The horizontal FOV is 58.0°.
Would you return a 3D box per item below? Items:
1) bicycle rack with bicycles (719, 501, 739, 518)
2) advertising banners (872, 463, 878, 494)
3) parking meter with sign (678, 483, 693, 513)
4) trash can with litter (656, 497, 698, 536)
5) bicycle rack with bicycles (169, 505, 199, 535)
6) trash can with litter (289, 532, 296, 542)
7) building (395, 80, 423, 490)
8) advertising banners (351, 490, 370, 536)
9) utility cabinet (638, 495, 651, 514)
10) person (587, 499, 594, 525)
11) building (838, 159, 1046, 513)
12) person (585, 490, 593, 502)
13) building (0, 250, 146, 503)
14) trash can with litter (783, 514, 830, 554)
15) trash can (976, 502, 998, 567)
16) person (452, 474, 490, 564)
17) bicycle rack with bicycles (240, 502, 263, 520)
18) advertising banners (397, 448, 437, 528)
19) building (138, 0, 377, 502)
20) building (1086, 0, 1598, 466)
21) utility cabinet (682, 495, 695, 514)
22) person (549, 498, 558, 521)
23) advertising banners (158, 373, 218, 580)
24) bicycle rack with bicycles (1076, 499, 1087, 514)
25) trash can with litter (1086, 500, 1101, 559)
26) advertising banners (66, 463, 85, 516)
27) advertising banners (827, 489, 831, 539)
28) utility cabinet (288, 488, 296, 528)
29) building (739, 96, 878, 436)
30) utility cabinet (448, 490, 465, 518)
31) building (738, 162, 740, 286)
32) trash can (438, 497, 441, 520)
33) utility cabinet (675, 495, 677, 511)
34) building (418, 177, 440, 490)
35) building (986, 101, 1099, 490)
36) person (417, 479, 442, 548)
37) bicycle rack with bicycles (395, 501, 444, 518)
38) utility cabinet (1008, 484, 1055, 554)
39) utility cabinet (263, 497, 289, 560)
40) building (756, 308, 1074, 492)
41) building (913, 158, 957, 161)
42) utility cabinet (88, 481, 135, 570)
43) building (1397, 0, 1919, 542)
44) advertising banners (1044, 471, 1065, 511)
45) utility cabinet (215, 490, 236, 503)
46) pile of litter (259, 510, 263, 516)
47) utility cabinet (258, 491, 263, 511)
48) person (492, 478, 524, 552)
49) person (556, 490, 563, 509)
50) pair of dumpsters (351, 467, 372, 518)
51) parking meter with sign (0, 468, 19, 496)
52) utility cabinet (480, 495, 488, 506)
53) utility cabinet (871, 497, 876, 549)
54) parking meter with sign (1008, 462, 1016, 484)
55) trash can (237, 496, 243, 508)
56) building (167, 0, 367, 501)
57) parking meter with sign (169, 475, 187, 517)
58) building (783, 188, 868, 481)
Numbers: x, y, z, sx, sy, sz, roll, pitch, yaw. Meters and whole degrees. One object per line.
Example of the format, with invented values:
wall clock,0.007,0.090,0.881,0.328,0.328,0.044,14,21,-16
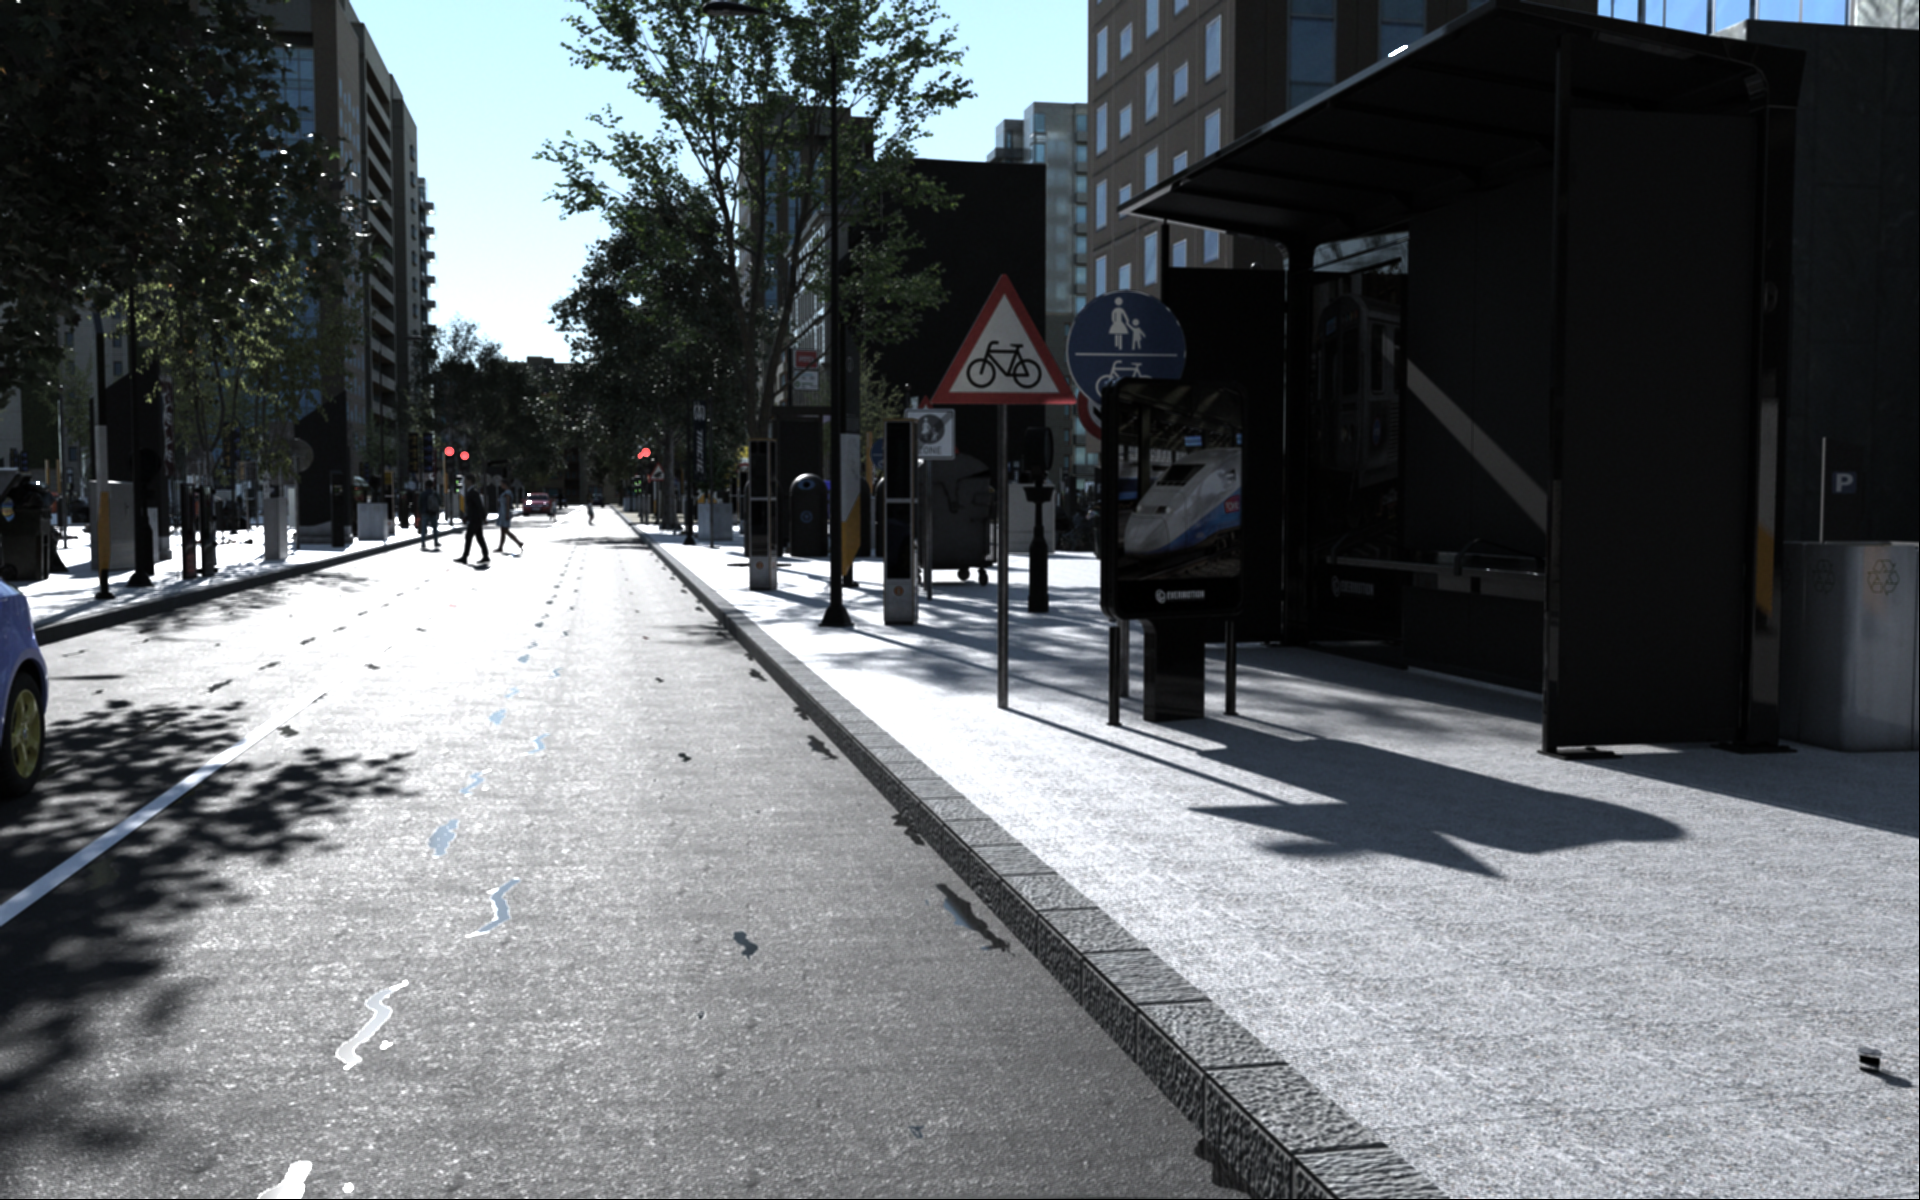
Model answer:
bicycle rack with bicycles,-12.313,-4.936,94.090,2.925,0.926,2.852,-2,4,-34
advertising banners,-4.993,-5.559,87.072,2.074,3.025,0.090,-2,4,-23
parking meter with sign,-18.136,-7.302,115.651,1.738,3.016,0.543,0,4,-8
trash can with litter,-8.359,-2.608,53.701,1.678,1.210,2.233,-2,4,-31
bicycle rack with bicycles,-25.187,-2.531,54.762,2.925,0.926,2.852,1,4,23
trash can with litter,-17.373,-2.132,46.250,1.055,1.170,0.624,0,4,-5
building,-72.924,-34.972,195.488,21.600,48.544,21.300,-1,4,-12
advertising banners,-18.891,-3.431,52.291,2.074,3.025,0.090,-2,4,-32
utility cabinet,-20.406,-6.167,111.988,0.306,1.237,1.020,-3,5,-42
person,-17.240,-4.100,80.547,0.382,1.210,0.505,-2,4,-35
building,-1.864,-17.965,123.407,12.332,23.373,15.834,-1,4,-12
person,-37.233,-10.113,173.947,0.705,1.812,1.348,1,4,22
building,-98.070,-39.641,190.136,28.212,58.520,21.231,-1,4,-12
trash can with litter,-3.401,-1.645,37.947,1.678,1.210,2.233,2,4,34
trash can,0.360,-1.171,30.800,0.748,1.137,0.748,0,3,0
person,-10.074,-1.675,35.671,0.755,1.850,0.659,-1,4,-12
bicycle rack with bicycles,-34.951,-4.314,83.909,2.852,0.926,2.925,-3,5,-45
advertising banners,-20.351,-4.209,65.006,2.074,3.025,0.090,2,4,29
building,-67.938,-33.428,170.257,21.300,48.544,21.600,-1,4,-12
building,12.589,-24.679,53.611,14.600,45.320,14.200,-1,4,-12
utility cabinet,-16.949,-5.972,108.800,1.020,1.237,0.306,1,4,10
person,-21.808,-4.860,92.975,0.382,1.210,0.505,1,4,17
advertising banners,-11.668,-1.834,26.180,0.090,3.025,2.074,0,4,-4
bicycle rack with bicycles,9.407,-6.675,122.524,2.925,0.926,2.852,2,4,33
trash can with litter,2.967,-1.392,34.141,0.624,1.170,1.055,2,4,29
advertising banners,-50.463,-6.275,98.791,2.074,3.025,0.090,2,4,29
advertising banners,-3.907,-3.307,50.262,0.090,3.025,2.074,-1,4,-18
utility cabinet,-24.592,-3.402,64.300,0.318,1.500,1.173,-3,4,-38
building,-17.324,-33.380,195.876,14.600,45.320,14.200,-1,4,-12
utility cabinet,-27.012,-5.174,93.278,1.173,1.500,0.318,0,4,0
building,-19.825,-32.195,209.988,14.154,41.232,14.086,-1,4,-12
trash can,-24.444,-4.197,80.272,0.748,1.137,0.748,0,3,0
utility cabinet,-16.542,-5.407,99.566,0.306,1.237,1.020,0,4,2
building,-91.125,-38.575,250.310,30.456,49.044,23.786,-1,4,-12
building,19.100,-36.297,213.063,30.456,49.044,23.786,-1,4,-12
person,-14.006,-2.269,45.577,0.794,1.824,0.713,1,4,12
bicycle rack with bicycles,-29.777,-4.984,94.875,2.925,0.926,2.852,3,5,42
utility cabinet,1.427,-1.730,36.957,1.173,1.500,0.318,1,4,14
utility cabinet,-13.502,-1.407,34.166,0.306,1.237,1.020,-1,4,-12
building,-5.651,-20.265,176.365,27.650,21.520,28.899,-1,4,-12
building,-3.720,-32.419,213.647,14.086,41.232,14.154,-1,4,-12
utility cabinet,-14.257,-1.260,29.272,0.318,1.500,1.173,0,3,0
building,22.602,-43.180,18.663,22.319,86.520,31.000,-1,4,-12
advertising banners,3.454,-4.150,64.048,0.090,3.025,2.074,2,4,34
utility cabinet,-40.868,-5.358,96.286,1.173,1.500,0.318,-3,5,-40
pile of litter,-40.172,-5.338,101.240,1.719,0.858,1.176,-1,4,-12
utility cabinet,-52.559,-7.475,130.892,1.173,1.500,0.318,0,4,2
person,-11.080,-2.070,42.437,0.778,1.811,0.616,0,4,-2
person,-38.110,-9.593,164.980,0.705,1.869,1.348,-3,5,-43
pair of dumpsters,-21.626,-3.550,60.533,1.574,2.255,4.437,-1,4,-12
parking meter with sign,-27.555,-3.285,49.973,1.738,3.016,0.543,-1,4,-16
utility cabinet,-31.312,-6.185,112.284,1.020,1.237,0.306,0,4,4
utility cabinet,-1.835,-1.806,40.692,1.020,1.237,0.306,0,4,6
parking meter with sign,2.774,-5.992,94.229,0.543,3.016,1.738,1,4,21
trash can,-52.913,-7.090,127.581,0.748,1.137,0.748,0,3,0
building,-60.947,-30.766,153.129,14.600,45.320,14.200,-1,4,-12
parking meter with sign,-44.499,-6.283,98.980,1.738,3.016,0.543,1,4,21
building,-7.062,-21.151,143.075,12.463,27.353,25.104,-1,4,-12
